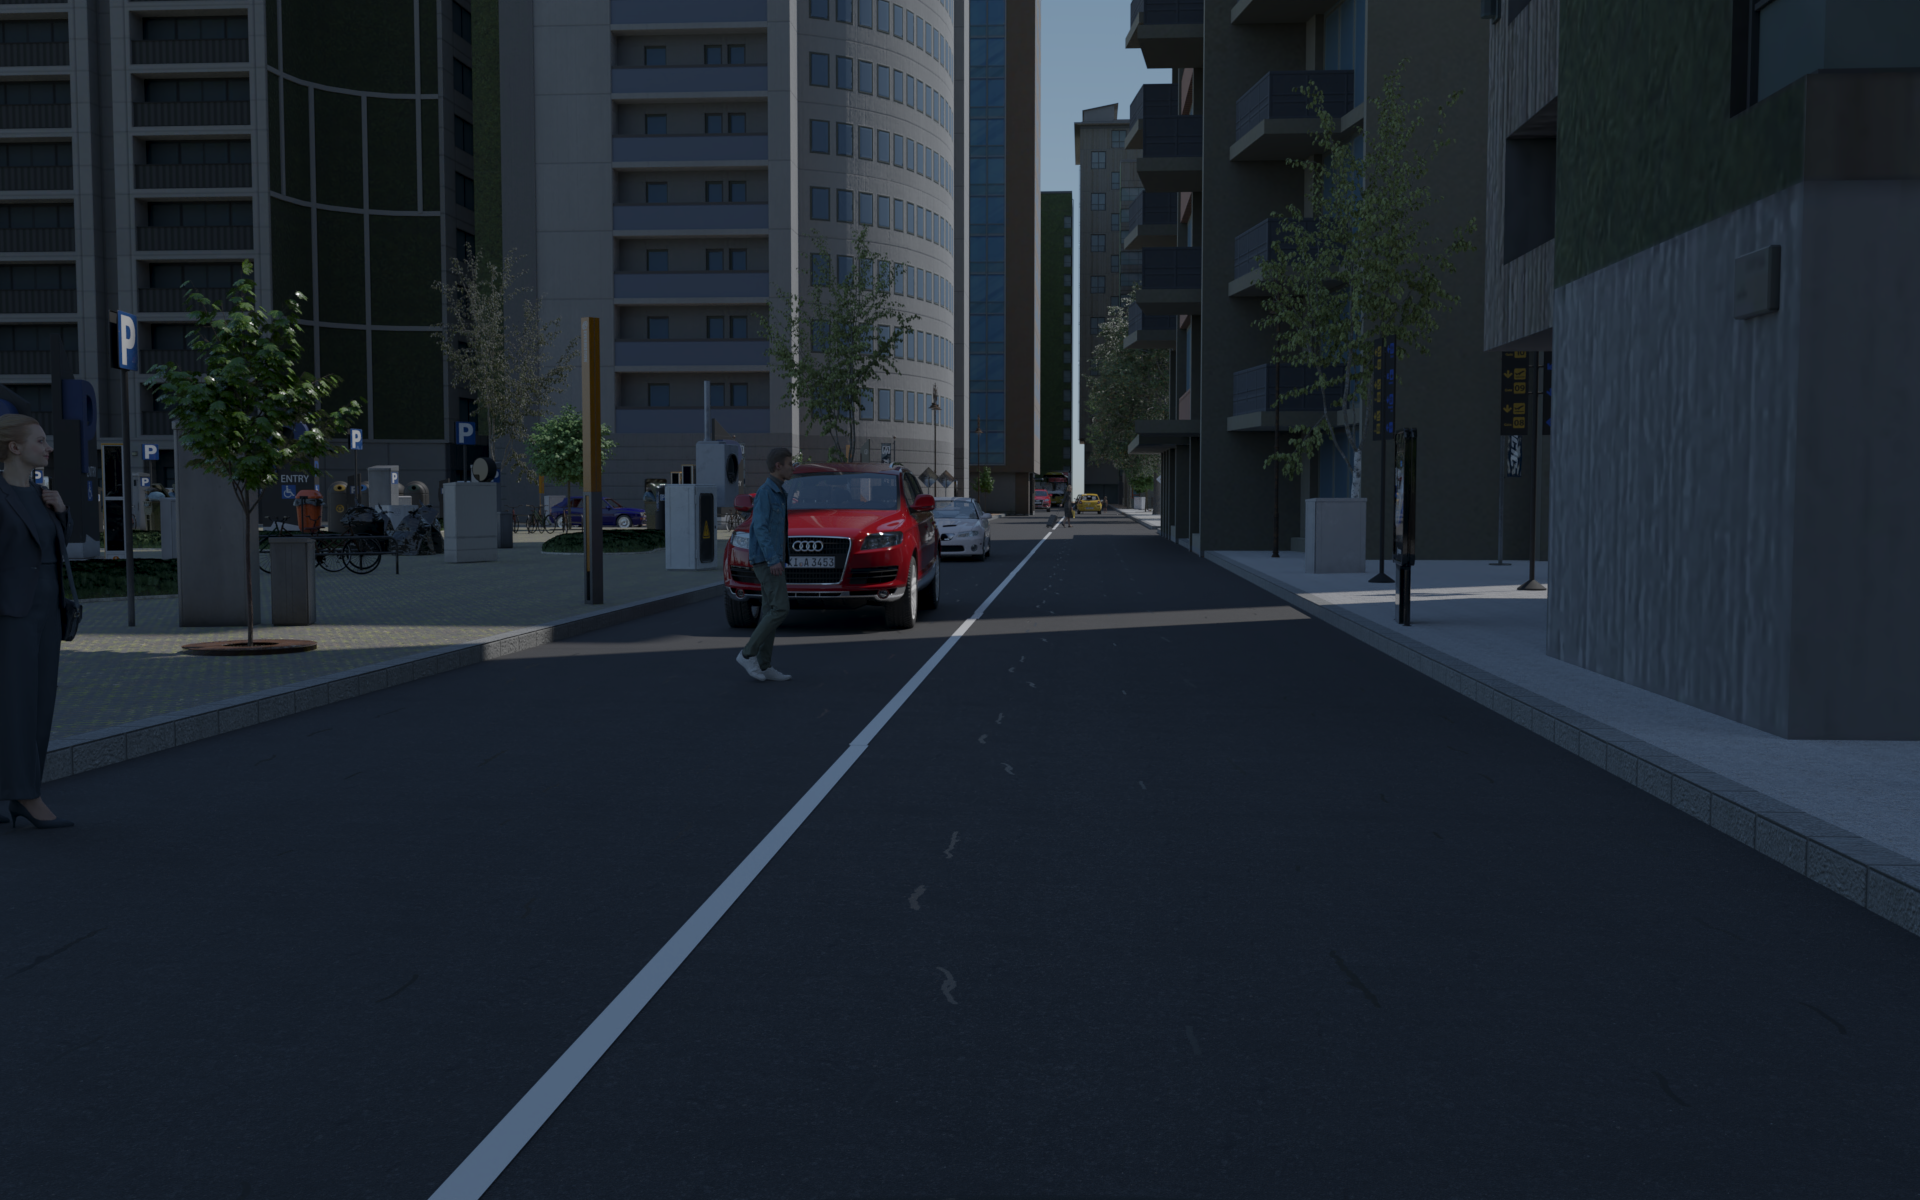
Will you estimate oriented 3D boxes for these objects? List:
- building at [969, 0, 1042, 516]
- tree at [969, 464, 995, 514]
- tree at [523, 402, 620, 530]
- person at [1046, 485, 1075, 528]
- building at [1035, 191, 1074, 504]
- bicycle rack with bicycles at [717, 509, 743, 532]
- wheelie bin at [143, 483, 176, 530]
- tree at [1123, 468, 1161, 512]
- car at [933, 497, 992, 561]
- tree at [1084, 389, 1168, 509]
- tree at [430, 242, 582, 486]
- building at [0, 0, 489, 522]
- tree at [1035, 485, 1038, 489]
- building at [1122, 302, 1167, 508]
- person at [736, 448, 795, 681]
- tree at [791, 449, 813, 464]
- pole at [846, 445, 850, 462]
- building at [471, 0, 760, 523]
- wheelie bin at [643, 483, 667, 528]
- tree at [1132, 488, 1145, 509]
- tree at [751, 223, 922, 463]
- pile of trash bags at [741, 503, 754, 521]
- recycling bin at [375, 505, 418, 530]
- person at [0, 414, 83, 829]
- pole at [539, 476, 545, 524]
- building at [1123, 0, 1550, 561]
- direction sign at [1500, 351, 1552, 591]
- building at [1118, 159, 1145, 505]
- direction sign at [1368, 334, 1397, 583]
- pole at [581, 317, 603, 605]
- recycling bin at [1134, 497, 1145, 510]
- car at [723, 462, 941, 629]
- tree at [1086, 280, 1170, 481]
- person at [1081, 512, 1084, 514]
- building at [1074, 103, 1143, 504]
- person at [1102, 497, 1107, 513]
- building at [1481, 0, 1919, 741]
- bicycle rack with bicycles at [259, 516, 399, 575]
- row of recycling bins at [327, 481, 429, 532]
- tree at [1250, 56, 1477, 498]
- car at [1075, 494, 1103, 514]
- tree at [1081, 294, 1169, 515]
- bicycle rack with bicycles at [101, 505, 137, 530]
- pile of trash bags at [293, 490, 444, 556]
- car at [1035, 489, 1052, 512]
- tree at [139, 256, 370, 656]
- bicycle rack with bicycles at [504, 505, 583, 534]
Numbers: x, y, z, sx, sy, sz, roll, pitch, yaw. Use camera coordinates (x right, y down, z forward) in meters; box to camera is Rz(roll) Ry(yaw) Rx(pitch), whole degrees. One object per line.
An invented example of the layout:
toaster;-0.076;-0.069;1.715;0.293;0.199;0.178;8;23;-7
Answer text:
building;-1.564;-28.662;118.729;14.600;45.320;14.200;0;4;4
tree;1.643;-7.075;110.283;1.663;3.219;1.824;0;3;0
tree;-13.856;-4.774;61.761;4.285;4.588;4.351;0;3;0
person;4.319;-3.988;73.917;1.509;1.804;0.699;-2;4;-31
building;8.414;-33.797;236.171;14.086;41.232;14.154;0;4;4
bicycle rack with bicycles;-7.159;-2.792;59.034;2.852;0.926;2.925;-2;4;-35
wheelie bin;-23.909;-2.672;51.596;0.980;1.594;0.693;3;5;43
tree;15.041;-9.482;138.740;4.285;4.588;4.351;0;3;0
car;-0.303;-1.598;38.484;2.083;1.381;4.827;0;4;3
tree;14.246;-13.498;146.439;9.928;11.665;9.643;0;3;0
tree;-13.602;-6.179;51.389;4.360;8.622;3.978;0;3;0
building;-34.419;-39.439;83.076;20.611;71.187;20.563;0;4;4
tree;8.227;-12.955;206.419;1.663;3.219;1.824;0;3;0
building;30.025;-19.762;168.144;27.650;21.520;28.899;0;4;4
person;-1.478;-0.269;13.237;0.444;1.785;0.601;1;4;9
tree;-6.794;-4.823;73.456;1.663;3.219;1.824;0;3;0
pole;-4.632;-4.791;72.173;0.158;3.312;0.155;0;3;0
building;-10.939;-33.503;89.773;21.231;58.520;28.212;0;4;4
wheelie bin;-8.744;-2.583;50.137;0.693;1.594;0.980;3;5;41
tree;15.721;-9.685;152.953;1.663;3.219;1.824;0;3;0
tree;-3.231;-5.882;46.540;4.737;8.622;4.395;0;3;0
pile of trash bags;-5.224;-2.593;52.156;1.912;1.369;3.447;-3;5;-40
recycling bin;-12.836;-1.648;39.497;0.722;1.027;0.722;3;5;44
person;-4.079;0.093;7.406;0.534;1.772;0.576;-1;4;-12
pole;-17.728;-4.864;73.369;0.158;3.312;0.155;0;3;0
building;15.629;-23.903;45.441;22.147;44.769;28.867;0;4;4
direction sign;7.639;-1.898;23.035;0.876;3.537;0.379;1;4;17
building;26.649;-32.428;213.793;14.154;41.232;14.086;0;4;4
direction sign;6.119;-2.020;25.029;0.379;3.537;0.876;0;4;-5
pole;-4.267;-1.605;20.092;0.158;3.312;0.155;0;3;0
recycling bin;14.879;-8.002;143.387;0.722;1.027;0.722;2;4;33
car;-1.373;-0.705;20.200;2.281;1.827;5.304;0;4;4
tree;10.915;-10.516;88.949;9.611;12.733;9.660;0;3;0
person;9.001;-6.984;127.364;0.332;1.250;0.352;1;4;19
building;29.654;-39.882;241.305;27.495;52.752;28.713;0;4;4
person;10.868;-7.145;129.996;0.362;1.253;0.373;0;4;5
building;11.815;-14.846;14.440;14.160;30.474;14.107;0;4;4
bicycle rack with bicycles;-10.430;-0.884;27.831;2.925;0.926;2.852;-3;4;-36
row of recycling bins;-18.551;-2.945;55.260;3.534;1.692;1.069;1;4;13
tree;6.904;-4.878;30.110;4.737;8.622;4.395;0;3;0
car;9.266;-6.977;124.296;2.015;1.641;3.980;0;4;3
tree;12.476;-12.331;108.270;9.857;13.997;8.962;0;3;0
bicycle rack with bicycles;-28.895;-2.700;57.527;2.852;0.926;2.925;-3;4;-38
pile of trash bags;-12.690;-1.671;37.081;3.447;1.369;1.912;1;4;13
car;6.224;-7.948;138.628;2.281;1.827;5.304;0;4;2
tree;-5.701;-1.197;14.178;1.663;3.219;1.824;0;3;0
bicycle rack with bicycles;-13.600;-2.657;56.830;2.852;0.926;2.925;-2;4;-28
